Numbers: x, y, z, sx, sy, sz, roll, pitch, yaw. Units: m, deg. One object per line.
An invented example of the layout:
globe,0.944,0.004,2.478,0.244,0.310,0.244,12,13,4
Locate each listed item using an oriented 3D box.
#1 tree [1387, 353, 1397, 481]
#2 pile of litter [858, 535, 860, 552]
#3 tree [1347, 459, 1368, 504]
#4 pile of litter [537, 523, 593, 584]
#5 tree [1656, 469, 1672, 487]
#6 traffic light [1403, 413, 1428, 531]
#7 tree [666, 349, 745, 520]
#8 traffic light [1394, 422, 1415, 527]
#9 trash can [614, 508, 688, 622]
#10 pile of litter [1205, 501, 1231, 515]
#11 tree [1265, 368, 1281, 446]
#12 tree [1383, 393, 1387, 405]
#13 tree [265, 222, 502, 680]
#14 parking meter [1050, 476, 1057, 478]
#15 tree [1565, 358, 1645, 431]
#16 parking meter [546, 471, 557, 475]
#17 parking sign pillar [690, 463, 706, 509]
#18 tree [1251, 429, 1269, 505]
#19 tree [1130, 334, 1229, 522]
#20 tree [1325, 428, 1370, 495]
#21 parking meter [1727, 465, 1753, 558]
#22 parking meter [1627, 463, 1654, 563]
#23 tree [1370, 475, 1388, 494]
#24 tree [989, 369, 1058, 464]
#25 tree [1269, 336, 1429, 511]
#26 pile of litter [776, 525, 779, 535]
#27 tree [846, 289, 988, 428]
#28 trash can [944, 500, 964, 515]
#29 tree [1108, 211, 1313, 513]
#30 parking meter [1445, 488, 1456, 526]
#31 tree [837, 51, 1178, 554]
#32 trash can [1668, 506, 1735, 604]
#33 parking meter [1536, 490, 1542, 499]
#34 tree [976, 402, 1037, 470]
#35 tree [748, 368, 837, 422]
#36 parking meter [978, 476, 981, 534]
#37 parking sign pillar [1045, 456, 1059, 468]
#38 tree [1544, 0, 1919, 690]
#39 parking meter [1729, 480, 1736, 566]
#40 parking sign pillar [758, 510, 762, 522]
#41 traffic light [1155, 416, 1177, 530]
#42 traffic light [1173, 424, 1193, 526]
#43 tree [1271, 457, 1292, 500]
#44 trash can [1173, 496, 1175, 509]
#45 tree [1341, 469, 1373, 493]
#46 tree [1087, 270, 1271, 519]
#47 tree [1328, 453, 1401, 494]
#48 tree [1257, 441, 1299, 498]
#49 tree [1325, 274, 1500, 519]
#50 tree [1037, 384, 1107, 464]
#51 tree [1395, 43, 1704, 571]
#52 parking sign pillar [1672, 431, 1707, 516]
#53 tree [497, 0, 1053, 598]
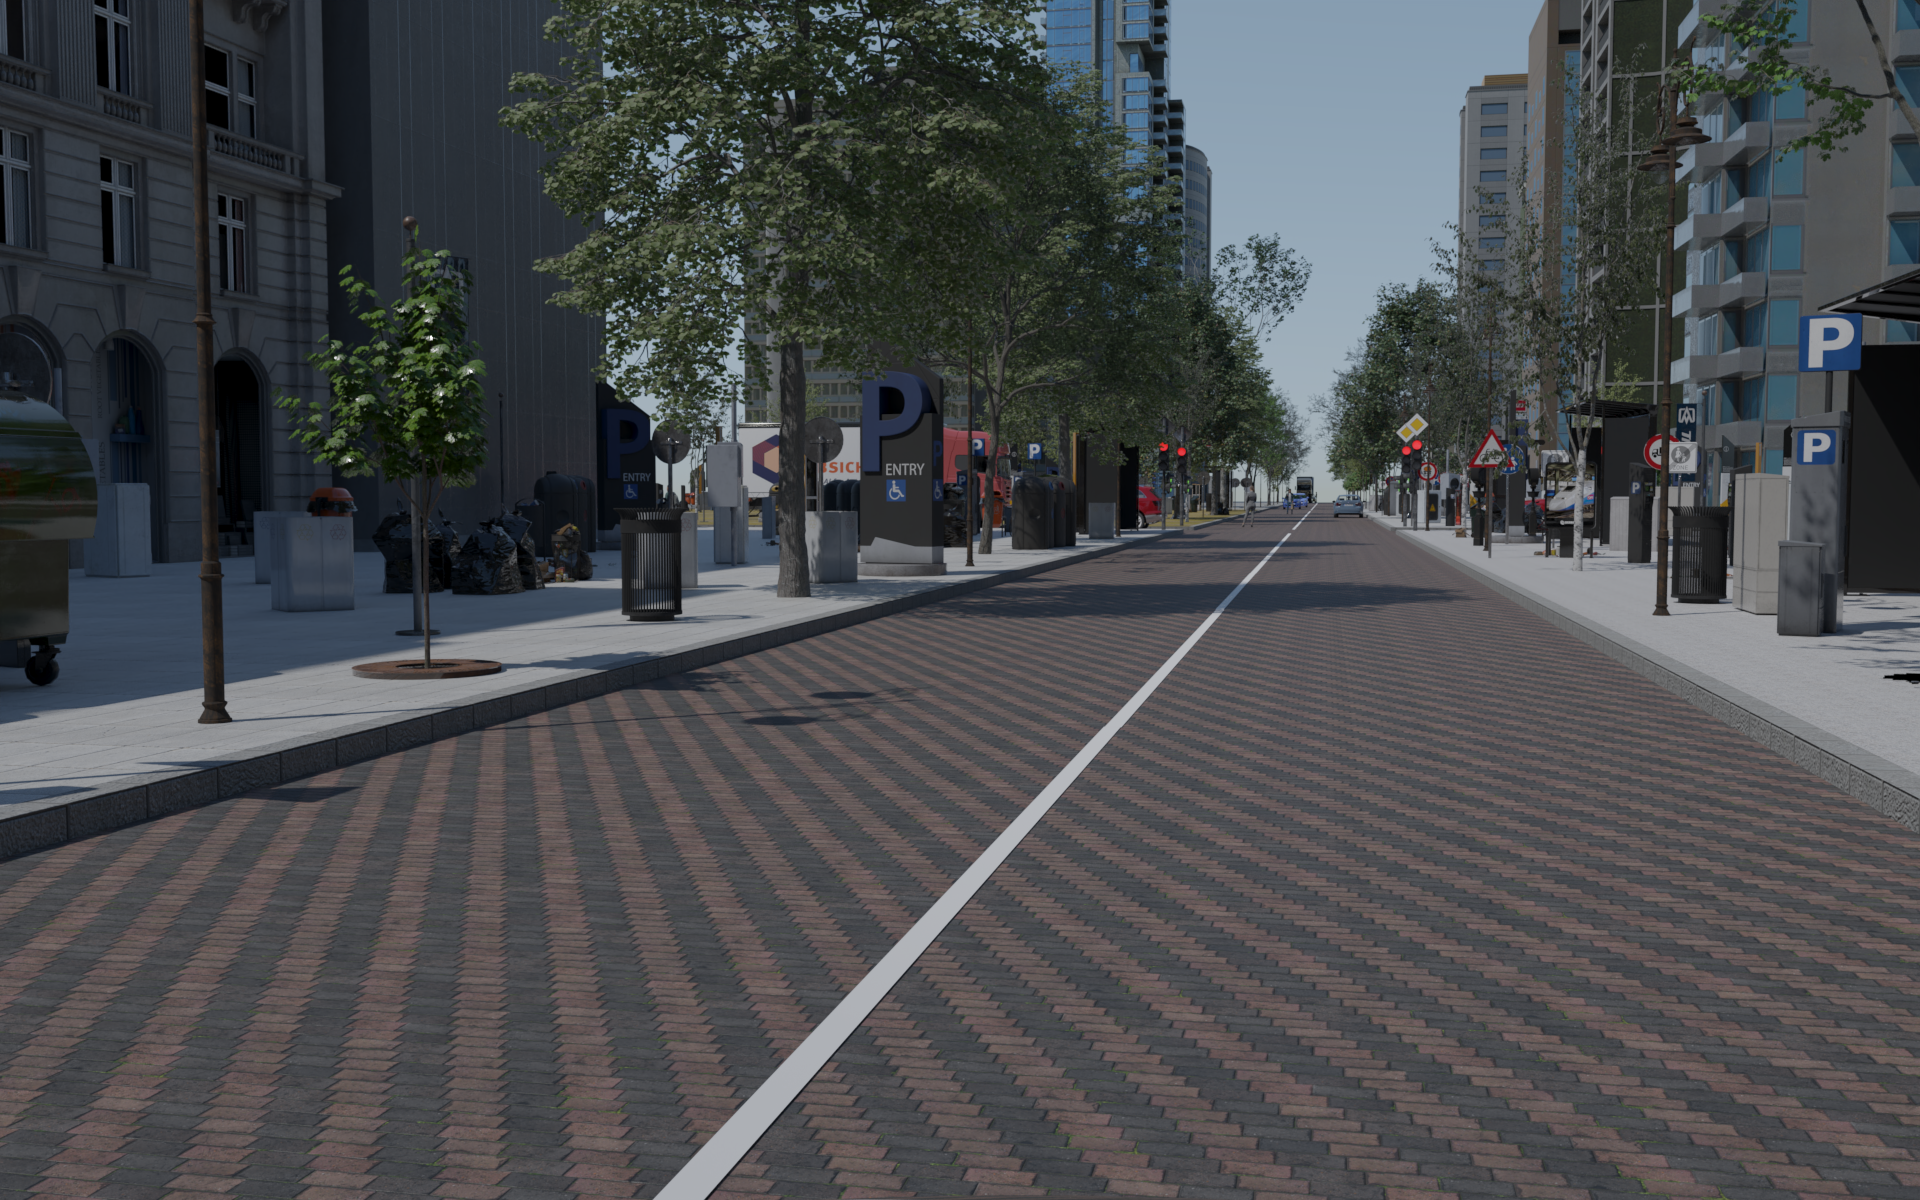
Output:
tree,15.442,-6.216,51.988,4.360,8.622,3.978,0,3,0
pile of litter,-2.036,-1.496,38.431,1.176,0.858,1.719,-2,4,-35
tree,41.860,-14.031,179.770,4.737,8.622,4.395,0,3,0
pile of litter,-6.036,-0.703,25.463,1.176,0.858,1.719,1,4,23
tree,44.325,-7.885,112.636,4.285,4.588,4.351,0,3,0
traffic light,15.852,-4.364,60.266,0.839,4.253,0.868,1,4,12
tree,-12.979,-8.329,86.540,4.360,8.622,3.978,0,3,0
traffic light,17.503,-4.842,68.080,0.839,4.253,0.868,1,4,12
trash can,-3.133,-0.363,17.588,0.748,1.137,0.748,0,3,0
pile of litter,15.825,-5.646,106.271,1.719,0.858,1.176,0,4,1
tree,15.588,-11.350,103.696,7.486,12.596,7.792,0,3,0
tree,22.202,-8.073,82.357,4.360,8.622,3.978,0,3,0
tree,-3.814,-1.094,12.496,1.663,3.219,1.824,0,3,0
parking meter,3.106,-3.148,57.188,0.255,1.863,0.399,1,4,14
tree,34.811,-8.731,93.113,4.737,8.622,4.395,0,3,0
parking meter,-10.477,-2.369,44.447,0.255,1.863,0.399,-1,4,-17
parking sign pillar,-22.399,-9.758,148.021,1.447,3.967,1.447,1,4,18
tree,35.021,-17.423,195.230,12.009,13.543,11.850,0,3,0
tree,10.212,-7.883,79.245,4.360,8.622,3.978,0,3,0
tree,51.456,-18.828,225.956,7.486,12.596,7.792,0,3,0
parking meter,15.494,-1.757,34.436,0.399,1.863,0.255,0,4,4
parking meter,12.629,-1.616,32.126,0.255,1.863,0.399,-2,4,-26
tree,35.167,-9.129,143.862,1.663,3.219,1.824,0,3,0
tree,3.029,-8.748,93.387,4.360,8.622,3.978,0,3,0
tree,31.035,-13.382,129.158,12.009,13.543,11.850,0,3,0
pile of litter,-5.535,-2.482,54.544,1.176,0.858,1.719,2,4,34
tree,-1.583,-6.552,57.484,4.360,8.622,3.978,0,3,0
trash can,-0.241,-2.015,44.592,0.748,1.137,0.748,0,3,0
tree,16.534,-15.963,116.883,12.611,20.169,13.585,0,3,0
parking meter,19.458,-3.687,68.700,0.372,1.533,0.369,0,3,0
tree,0.841,-6.246,36.532,7.601,10.594,8.767,2,4,23
trash can,8.710,-0.534,20.393,0.748,1.137,0.748,0,3,0
parking meter,39.706,-6.748,118.735,0.372,1.533,0.369,0,3,0
tree,3.625,-10.098,115.460,4.737,8.622,4.395,0,3,0
tree,-9.788,-9.176,100.391,4.737,8.622,4.395,0,3,0
parking meter,0.513,-3.080,56.072,0.255,1.863,0.399,1,4,10
parking sign pillar,6.786,-8.290,124.018,1.447,3.967,1.447,0,4,-8
tree,6.779,-5.222,11.140,9.928,11.665,9.643,0,3,0
parking meter,13.934,-1.373,30.865,0.372,1.533,0.369,0,3,0
parking sign pillar,-8.475,-5.526,78.830,1.447,3.967,1.447,0,4,5
traffic light,7.325,-4.472,62.045,0.839,4.253,0.868,1,4,12
traffic light,8.976,-4.950,69.858,0.839,4.253,0.868,1,4,12
tree,50.781,-19.896,275.654,4.360,8.622,3.978,0,3,0
trash can,15.528,-6.832,123.357,0.748,1.137,0.748,0,3,0
tree,45.986,-13.136,198.480,4.285,4.588,4.351,0,3,0
tree,11.309,-10.527,89.132,9.611,12.733,9.660,0,3,0
tree,40.163,-14.164,165.994,8.767,10.594,7.601,3,5,41
tree,43.059,-17.616,238.381,4.737,8.622,4.395,0,3,0
tree,23.830,-10.619,90.630,9.611,12.733,9.660,0,3,0
tree,7.944,-9.650,108.140,4.737,8.622,4.395,0,3,0
tree,10.211,-4.798,28.807,4.360,8.622,3.978,0,3,0
parking sign pillar,30.931,-5.198,73.464,1.447,3.967,1.447,3,5,41
tree,-1.721,-6.293,21.013,7.486,12.596,7.792,0,3,0
